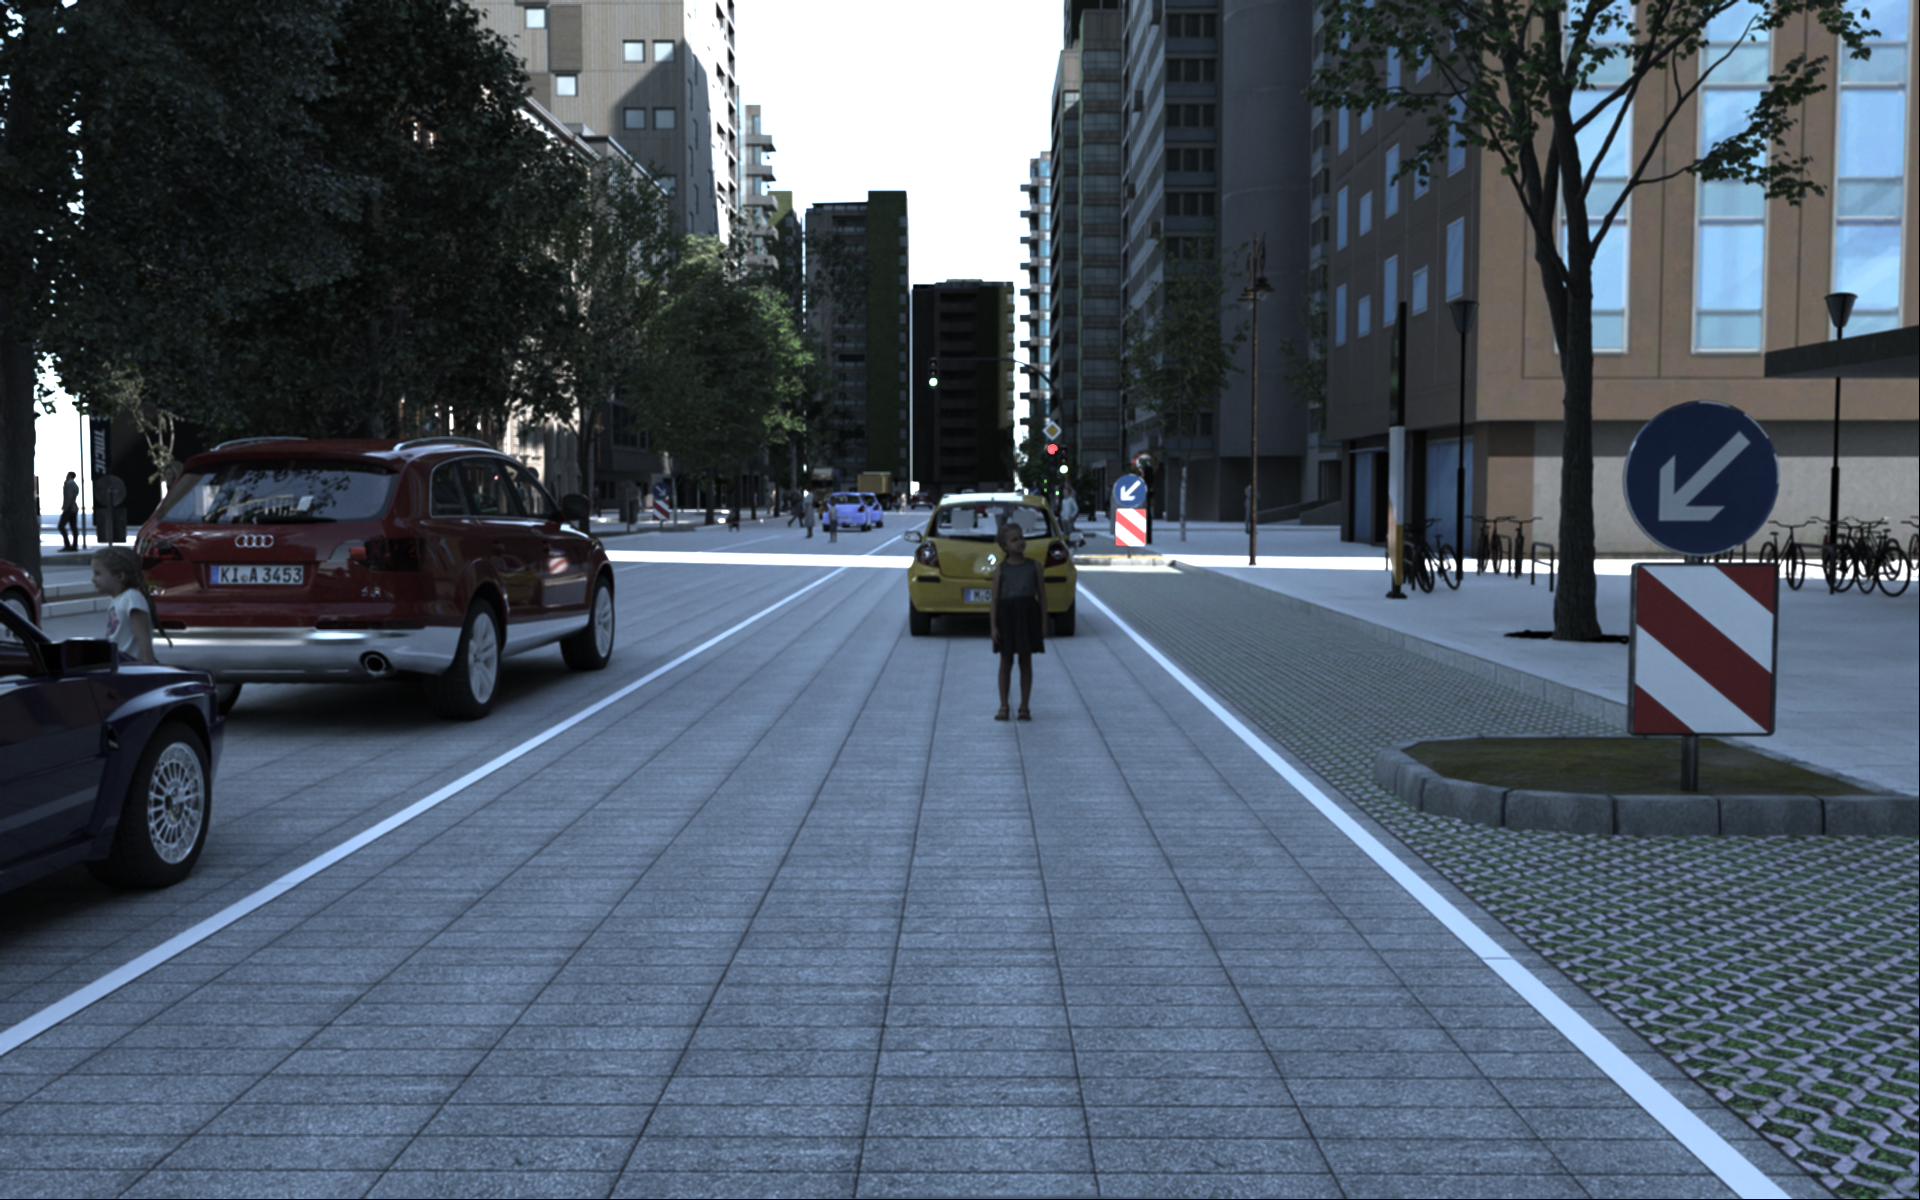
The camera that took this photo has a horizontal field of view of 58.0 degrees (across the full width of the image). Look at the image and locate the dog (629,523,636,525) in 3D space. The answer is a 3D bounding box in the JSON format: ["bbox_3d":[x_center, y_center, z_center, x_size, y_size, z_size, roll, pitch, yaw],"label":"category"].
[{"bbox_3d":[-15.321,-3.949,81.407,0.513,0.831,0.800,0,4,7],"label":"dog"}]

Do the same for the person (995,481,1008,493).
[{"bbox_3d":[1.101,-2.300,46.371,0.678,1.792,0.850,-1,4,-17],"label":"person"}]

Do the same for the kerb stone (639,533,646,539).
[{"bbox_3d":[-10.305,-2.033,55.468,0.120,0.150,1.000,0,4,0],"label":"kerb stone"}]

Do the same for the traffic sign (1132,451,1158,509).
[{"bbox_3d":[5.437,-3.106,50.884,0.768,2.556,0.104,0,4,4],"label":"traffic sign"}]

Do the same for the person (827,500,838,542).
[{"bbox_3d":[-3.793,-2.338,51.416,0.332,1.250,0.352,-1,4,-10],"label":"person"}]

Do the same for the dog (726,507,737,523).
[{"bbox_3d":[-10.841,-3.928,81.058,0.800,0.831,0.513,0,4,-7],"label":"dog"}]

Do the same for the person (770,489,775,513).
[{"bbox_3d":[-14.249,-7.579,132.379,0.822,1.834,0.622,-2,4,-27],"label":"person"}]

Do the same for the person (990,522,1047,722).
[{"bbox_3d":[0.372,0.136,10.949,0.362,1.253,0.373,0,4,2],"label":"person"}]

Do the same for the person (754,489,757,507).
[{"bbox_3d":[-19.699,-9.741,165.984,0.621,1.740,0.551,1,4,21],"label":"person"}]

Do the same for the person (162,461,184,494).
[{"bbox_3d":[-8.676,-0.652,19.341,0.709,1.800,0.728,3,5,41],"label":"person"}]

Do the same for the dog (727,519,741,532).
[{"bbox_3d":[-8.567,-2.837,65.675,0.406,0.507,0.540,0,4,7],"label":"dog"}]

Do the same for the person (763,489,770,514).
[{"bbox_3d":[-13.721,-6.989,122.957,0.466,1.800,0.511,0,4,-5],"label":"person"}]

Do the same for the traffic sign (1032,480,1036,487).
[{"bbox_3d":[6.189,-8.480,138.757,0.768,2.556,0.104,0,4,6],"label":"traffic sign"}]

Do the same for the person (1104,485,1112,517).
[{"bbox_3d":[8.190,-5.485,95.903,0.473,1.802,0.592,3,4,39],"label":"person"}]

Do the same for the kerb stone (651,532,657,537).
[{"bbox_3d":[-10.289,-2.160,57.513,0.120,0.150,1.000,0,4,0],"label":"kerb stone"}]

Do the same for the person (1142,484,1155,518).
[{"bbox_3d":[5.718,-2.801,52.849,0.522,1.701,0.512,3,4,36],"label":"person"}]

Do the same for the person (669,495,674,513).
[{"bbox_3d":[-19.608,-6.549,117.795,0.362,1.253,0.373,2,4,31],"label":"person"}]

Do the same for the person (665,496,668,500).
[{"bbox_3d":[-23.115,-7.939,136.028,0.473,1.802,0.592,0,4,7],"label":"person"}]

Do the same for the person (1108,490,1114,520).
[{"bbox_3d":[7.688,-4.828,85.470,0.515,1.767,0.782,-2,4,-33],"label":"person"}]

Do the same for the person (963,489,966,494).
[{"bbox_3d":[0.312,-6.591,116.654,0.661,1.777,0.834,2,4,31],"label":"person"}]

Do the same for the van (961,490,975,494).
[{"bbox_3d":[0.828,-9.933,169.414,2.013,2.044,4.112,0,4,1],"label":"van"}]

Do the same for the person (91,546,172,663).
[{"bbox_3d":[-3.526,0.370,7.472,0.382,1.210,0.505,-3,5,-43],"label":"person"}]

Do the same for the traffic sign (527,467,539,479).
[{"bbox_3d":[-20.013,-4.931,80.721,0.768,2.556,0.104,0,4,4],"label":"traffic sign"}]

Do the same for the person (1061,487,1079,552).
[{"bbox_3d":[2.676,-1.994,42.908,0.330,1.601,0.589,-2,4,-28],"label":"person"}]

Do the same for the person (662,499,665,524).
[{"bbox_3d":[-14.541,-4.352,84.338,0.332,1.250,0.352,3,4,37],"label":"person"}]

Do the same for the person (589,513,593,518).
[{"bbox_3d":[-20.257,-5.384,94.085,0.620,1.820,0.660,-2,4,-27],"label":"person"}]

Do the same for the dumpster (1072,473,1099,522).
[{"bbox_3d":[5.731,-4.828,81.429,1.502,2.255,1.985,0,4,1],"label":"dumpster"}]

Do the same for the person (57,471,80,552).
[{"bbox_3d":[-19.867,-1.980,38.594,0.473,1.802,0.592,0,4,6],"label":"person"}]

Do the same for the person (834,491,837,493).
[{"bbox_3d":[-11.193,-8.895,154.613,0.721,1.739,1.217,0,4,-1],"label":"person"}]

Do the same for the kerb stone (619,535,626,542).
[{"bbox_3d":[-10.339,-1.847,52.395,0.120,0.150,1.000,0,4,0],"label":"kerb stone"}]

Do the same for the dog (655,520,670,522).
[{"bbox_3d":[-15.343,-4.225,89.270,0.748,0.427,0.550,1,4,15],"label":"dog"}]

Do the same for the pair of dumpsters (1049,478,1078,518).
[{"bbox_3d":[5.872,-5.762,96.705,1.574,2.255,4.437,0,4,0],"label":"pair of dumpsters"}]

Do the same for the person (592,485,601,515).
[{"bbox_3d":[-22.005,-6.040,104.757,0.622,1.834,0.822,2,4,32],"label":"person"}]

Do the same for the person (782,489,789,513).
[{"bbox_3d":[-12.525,-7.087,124.342,0.622,1.834,0.822,3,5,39],"label":"person"}]

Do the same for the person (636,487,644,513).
[{"bbox_3d":[-21.460,-6.698,115.909,0.624,1.780,0.694,0,4,-5],"label":"person"}]

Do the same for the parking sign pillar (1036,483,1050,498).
[{"bbox_3d":[6.135,-8.373,125.372,1.447,3.967,1.447,0,4,-3],"label":"parking sign pillar"}]

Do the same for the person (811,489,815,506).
[{"bbox_3d":[-10.236,-6.700,118.381,0.599,1.781,0.374,0,4,-1],"label":"person"}]

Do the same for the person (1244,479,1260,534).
[{"bbox_3d":[9.453,-3.036,55.859,0.466,1.800,0.511,3,4,36],"label":"person"}]

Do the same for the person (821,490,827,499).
[{"bbox_3d":[-12.640,-9.541,164.590,1.348,1.812,0.705,-2,4,-23],"label":"person"}]

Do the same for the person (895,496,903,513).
[{"bbox_3d":[-4.694,-7.372,133.272,0.590,1.304,0.306,1,4,17],"label":"person"}]

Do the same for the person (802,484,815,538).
[{"bbox_3d":[-4.992,-2.893,56.373,0.524,1.755,0.480,1,4,19],"label":"person"}]

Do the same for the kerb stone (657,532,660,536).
[{"bbox_3d":[-10.290,-2.222,58.542,0.120,0.150,1.000,0,4,0],"label":"kerb stone"}]

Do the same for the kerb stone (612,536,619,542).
[{"bbox_3d":[-10.350,-1.780,51.365,0.120,0.150,1.000,0,4,0],"label":"kerb stone"}]

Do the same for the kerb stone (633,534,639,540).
[{"bbox_3d":[-10.325,-1.973,54.446,0.120,0.150,1.000,0,4,0],"label":"kerb stone"}]

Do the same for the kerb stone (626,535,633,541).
[{"bbox_3d":[-10.329,-1.909,53.420,0.120,0.150,1.000,0,4,0],"label":"kerb stone"}]

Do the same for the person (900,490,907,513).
[{"bbox_3d":[-4.160,-7.236,127.808,0.512,1.701,0.522,-2,4,-29],"label":"person"}]

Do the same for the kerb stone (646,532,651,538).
[{"bbox_3d":[-10.302,-2.093,56.491,0.120,0.150,1.000,0,4,0],"label":"kerb stone"}]

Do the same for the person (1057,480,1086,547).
[{"bbox_3d":[2.952,-2.323,46.610,0.853,1.813,0.709,-1,4,-14],"label":"person"}]

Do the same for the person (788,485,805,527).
[{"bbox_3d":[-6.975,-4.033,74.403,0.822,1.834,0.622,0,4,4],"label":"person"}]
